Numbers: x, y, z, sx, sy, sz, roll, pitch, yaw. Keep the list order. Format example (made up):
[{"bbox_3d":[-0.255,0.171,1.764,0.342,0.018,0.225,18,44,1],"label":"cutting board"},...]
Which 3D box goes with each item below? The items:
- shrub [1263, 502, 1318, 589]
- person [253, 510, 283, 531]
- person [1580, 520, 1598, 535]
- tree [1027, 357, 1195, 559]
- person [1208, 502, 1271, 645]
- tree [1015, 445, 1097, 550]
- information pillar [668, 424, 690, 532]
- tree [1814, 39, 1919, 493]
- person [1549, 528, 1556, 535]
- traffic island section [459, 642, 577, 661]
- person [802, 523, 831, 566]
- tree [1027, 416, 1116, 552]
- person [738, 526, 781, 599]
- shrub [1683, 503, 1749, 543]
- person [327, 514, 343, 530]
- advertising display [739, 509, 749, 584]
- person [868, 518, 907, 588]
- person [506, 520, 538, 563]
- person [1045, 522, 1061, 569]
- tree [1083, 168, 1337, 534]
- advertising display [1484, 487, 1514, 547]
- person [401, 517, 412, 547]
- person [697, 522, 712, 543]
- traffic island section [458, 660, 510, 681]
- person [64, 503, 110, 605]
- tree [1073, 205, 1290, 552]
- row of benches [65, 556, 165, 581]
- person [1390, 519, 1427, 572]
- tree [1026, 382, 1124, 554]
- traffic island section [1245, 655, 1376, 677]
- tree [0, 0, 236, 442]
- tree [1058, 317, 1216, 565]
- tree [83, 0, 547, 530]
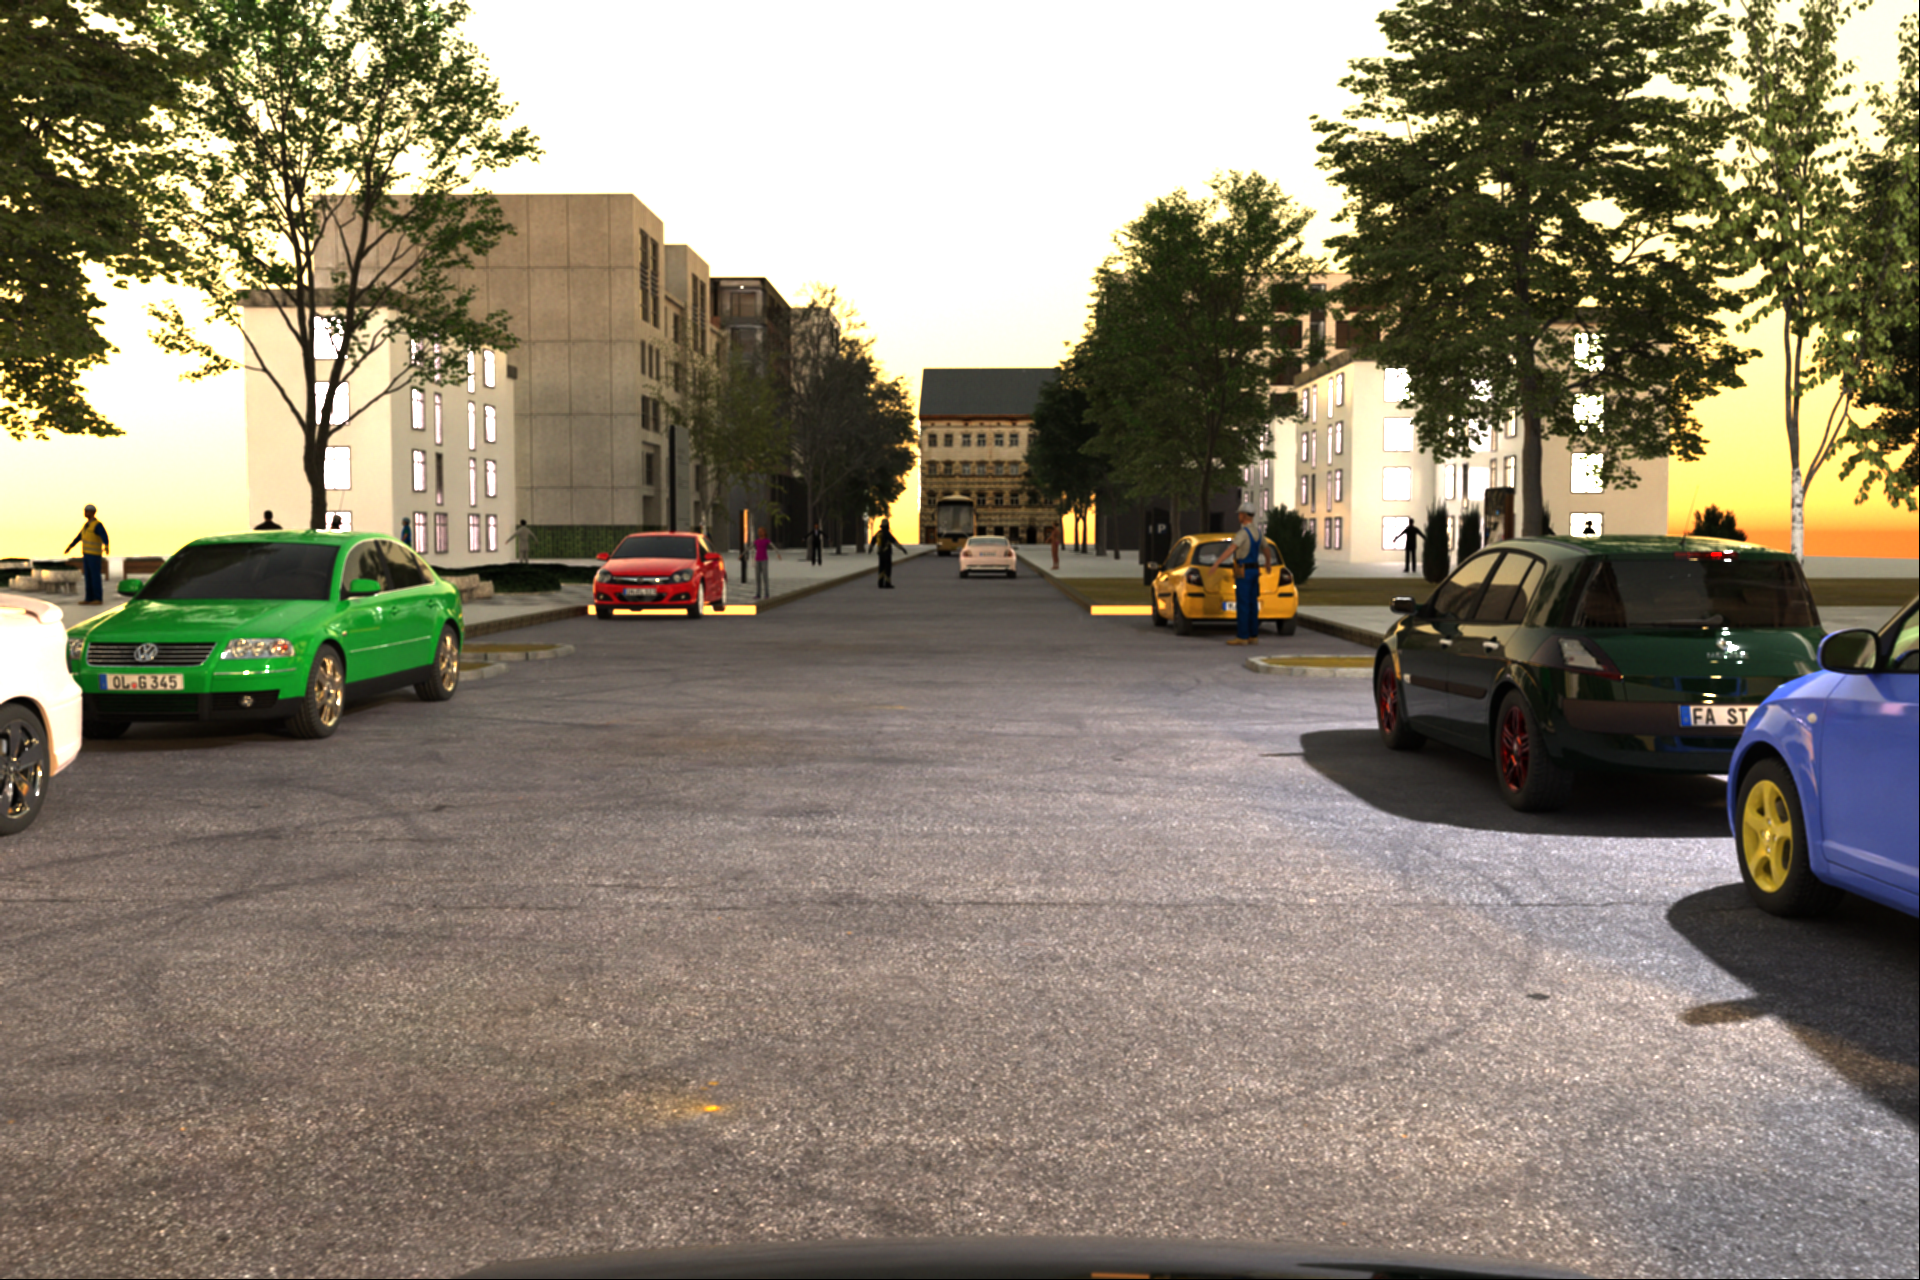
[{"bbox_3d":[7.451,-2.175,39.976,1.690,2.028,1.600,0,3,0],"label":"shrub"},{"bbox_3d":[-15.502,-2.001,38.849,1.346,1.812,0.704,-2,4,-29],"label":"person"},{"bbox_3d":[23.009,-3.490,63.242,0.705,1.806,1.347,-1,4,-22],"label":"person"},{"bbox_3d":[7.882,-9.364,87.515,8.767,10.594,7.601,-1,4,-14],"label":"tree"},{"bbox_3d":[3.691,-0.864,22.438,0.705,1.847,1.347,3,5,43],"label":"person"},{"bbox_3d":[7.785,-12.321,135.854,7.601,10.594,8.767,0,4,4],"label":"tree"},{"bbox_3d":[-6.146,-2.853,37.963,0.184,3.620,1.656,0,4,1],"label":"information pillar"},{"bbox_3d":[24.279,-8.119,39.407,9.857,13.997,8.962,0,3,0],"label":"tree"},{"bbox_3d":[18.487,-2.994,54.883,1.347,1.837,0.705,3,5,41],"label":"person"},{"bbox_3d":[-5.649,0.144,20.517,1.991,0.108,1.994,0,4,1],"label":"traffic island section"},{"bbox_3d":[-5.837,-3.899,70.463,1.216,1.740,0.721,0,4,-2],"label":"person"},{"bbox_3d":[8.518,-12.171,124.749,9.928,11.665,9.643,0,3,0],"label":"tree"},{"bbox_3d":[-3.940,-1.522,34.156,0.991,1.433,0.599,2,4,26],"label":"person"},{"bbox_3d":[17.902,-2.246,41.135,1.690,2.028,1.600,0,3,0],"label":"shrub"},{"bbox_3d":[-18.019,-2.716,50.178,0.705,1.858,1.354,0,4,-1],"label":"person"},{"bbox_3d":[-5.642,-2.451,45.295,0.123,1.923,0.974,0,4,0],"label":"advertising display"},{"bbox_3d":[-1.964,-2.297,45.788,1.354,1.856,0.705,3,5,40],"label":"person"},{"bbox_3d":[-16.062,-3.515,63.656,0.705,1.806,1.347,3,5,44],"label":"person"},{"bbox_3d":[3.396,-3.439,63.030,0.721,1.733,1.217,2,4,29],"label":"person"},{"bbox_3d":[7.124,-7.567,49.475,9.928,11.665,9.643,0,3,0],"label":"tree"},{"bbox_3d":[7.465,-1.151,24.035,0.123,1.923,0.974,0,4,1],"label":"advertising display"},{"bbox_3d":[-17.855,-3.036,55.763,0.704,1.817,1.347,-1,4,-12],"label":"person"},{"bbox_3d":[-10.443,-3.875,69.823,0.721,1.772,1.216,3,5,40],"label":"person"},{"bbox_3d":[-5.691,0.325,17.560,1.991,0.108,1.994,0,4,2],"label":"traffic island section"},{"bbox_3d":[-15.733,-1.551,31.331,1.349,1.833,0.705,2,4,33],"label":"person"},{"bbox_3d":[7.593,-8.689,60.189,7.486,12.596,7.792,0,3,0],"label":"tree"},{"bbox_3d":[-22.903,-2.017,48.438,4.104,0.672,1.422,-2,4,-25],"label":"row of benches"},{"bbox_3d":[15.210,-3.196,58.476,1.346,1.802,0.704,0,4,-5],"label":"person"},{"bbox_3d":[8.078,-11.460,113.122,9.928,11.665,9.643,0,3,0],"label":"tree"},{"bbox_3d":[4.069,0.279,18.306,1.991,0.108,1.994,0,4,1],"label":"traffic island section"},{"bbox_3d":[-11.922,-6.175,19.086,7.486,12.596,7.792,0,3,0],"label":"tree"},{"bbox_3d":[7.393,-8.438,72.378,7.601,10.594,8.767,-3,5,-42],"label":"tree"},{"bbox_3d":[-10.973,-6.343,29.457,9.928,11.665,9.643,0,3,0],"label":"tree"}]
